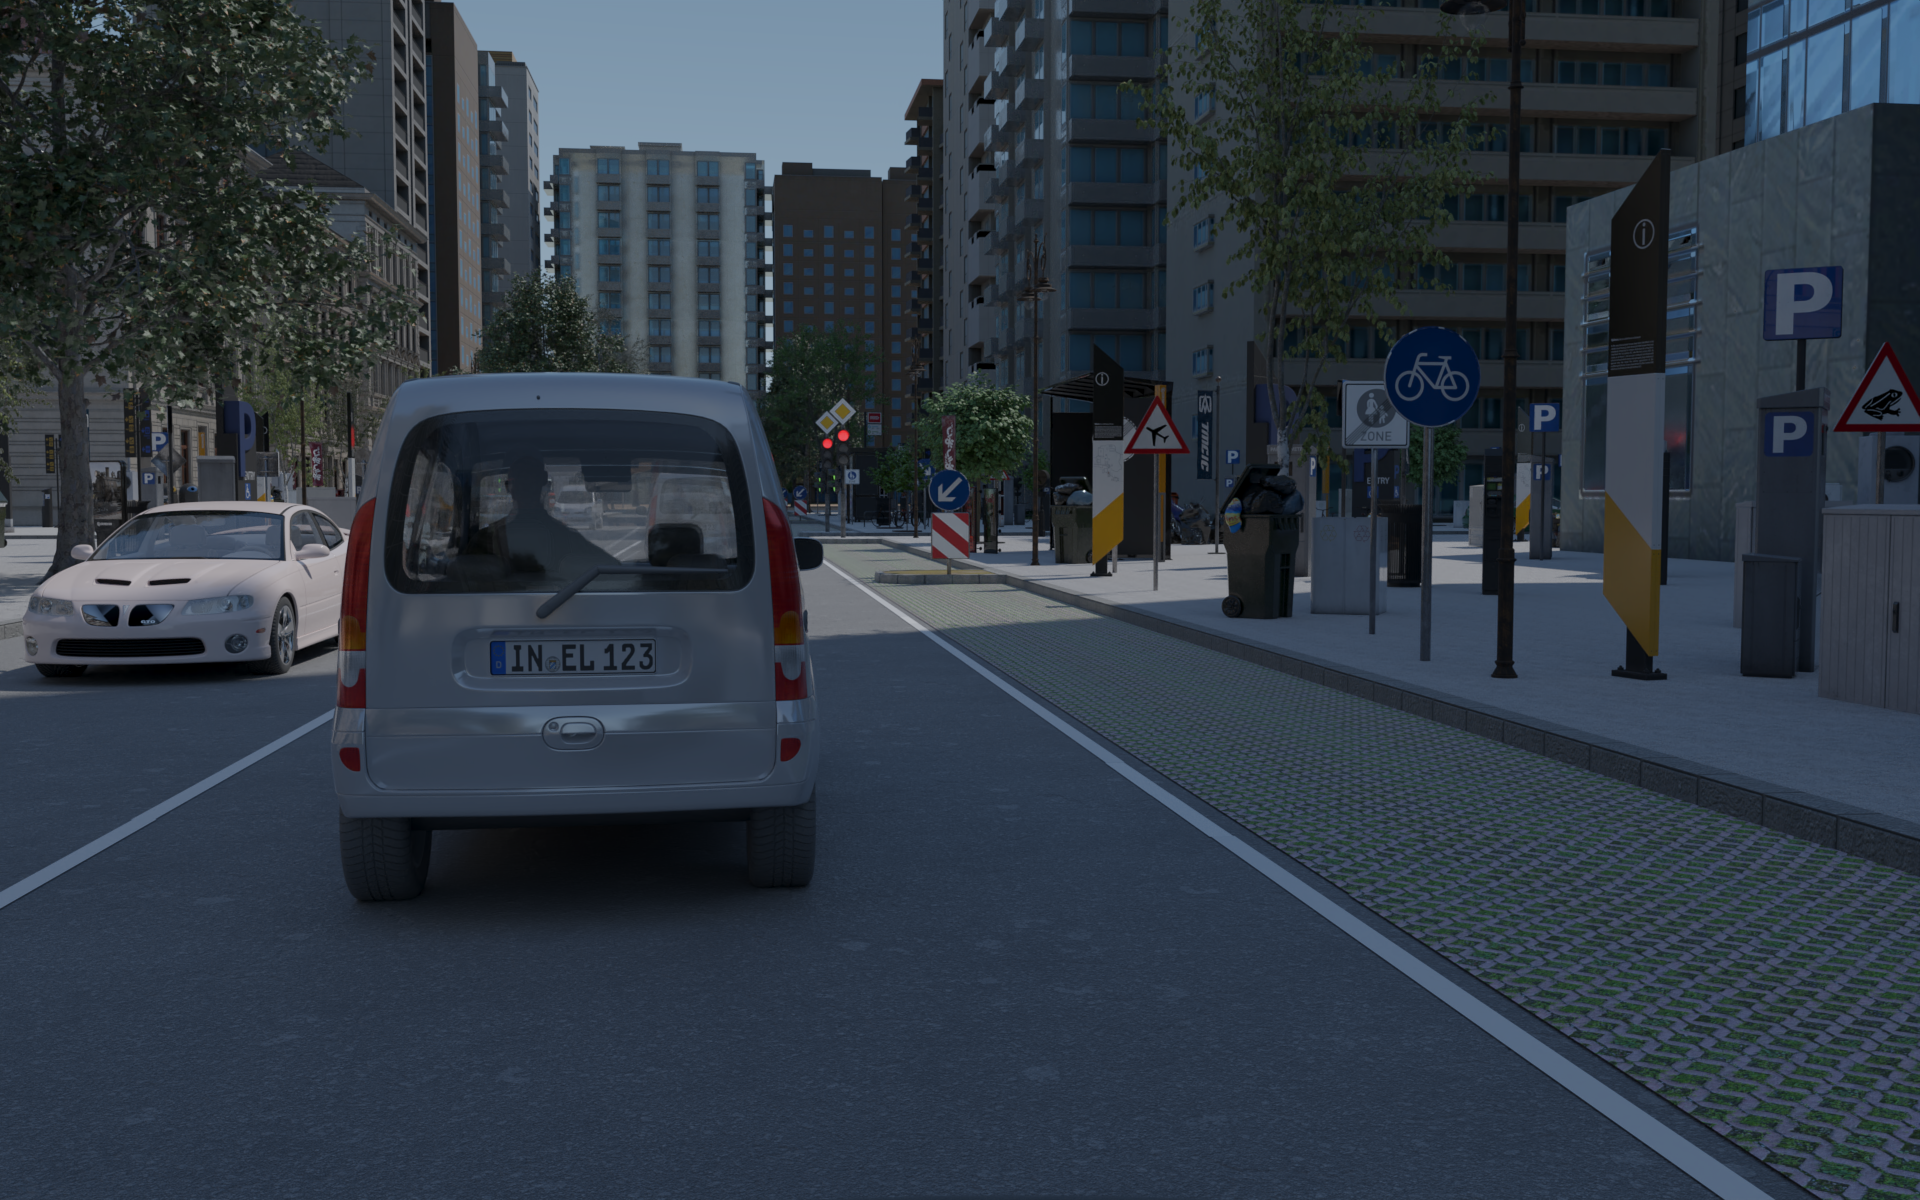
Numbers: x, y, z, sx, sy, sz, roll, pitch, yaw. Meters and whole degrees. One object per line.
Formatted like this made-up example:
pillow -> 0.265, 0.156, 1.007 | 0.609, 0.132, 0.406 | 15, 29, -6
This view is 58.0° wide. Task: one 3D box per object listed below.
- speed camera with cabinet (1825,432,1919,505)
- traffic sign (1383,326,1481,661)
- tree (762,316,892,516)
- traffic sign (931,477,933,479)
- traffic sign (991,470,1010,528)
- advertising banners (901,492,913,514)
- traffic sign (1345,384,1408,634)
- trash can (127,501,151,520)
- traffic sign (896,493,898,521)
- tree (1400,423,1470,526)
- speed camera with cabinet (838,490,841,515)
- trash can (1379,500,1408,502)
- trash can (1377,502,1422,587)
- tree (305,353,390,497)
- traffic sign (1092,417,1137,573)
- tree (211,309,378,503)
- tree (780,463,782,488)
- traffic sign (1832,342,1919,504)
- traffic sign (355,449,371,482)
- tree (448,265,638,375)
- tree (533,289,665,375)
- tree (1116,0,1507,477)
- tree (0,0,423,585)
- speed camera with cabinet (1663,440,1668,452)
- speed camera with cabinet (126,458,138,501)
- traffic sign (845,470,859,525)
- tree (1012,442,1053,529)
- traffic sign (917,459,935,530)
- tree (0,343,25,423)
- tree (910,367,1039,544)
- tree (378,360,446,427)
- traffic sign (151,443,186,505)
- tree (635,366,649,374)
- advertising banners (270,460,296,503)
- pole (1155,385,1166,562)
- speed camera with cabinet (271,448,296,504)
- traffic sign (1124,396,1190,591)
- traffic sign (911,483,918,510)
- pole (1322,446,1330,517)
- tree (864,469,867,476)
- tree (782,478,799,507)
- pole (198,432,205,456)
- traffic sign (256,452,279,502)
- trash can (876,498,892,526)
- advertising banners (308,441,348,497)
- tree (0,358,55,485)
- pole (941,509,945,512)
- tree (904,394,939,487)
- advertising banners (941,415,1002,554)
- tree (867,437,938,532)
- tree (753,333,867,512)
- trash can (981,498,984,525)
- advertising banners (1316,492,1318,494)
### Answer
speed camera with cabinet -> 13.232, -1.940, 26.050 | 2.038, 3.252, 0.660 | 0, 4, 8
traffic sign -> 3.581, -0.804, 13.251 | 0.768, 2.556, 0.104 | 0, 4, -7
tree -> -7.906, -10.809, 102.478 | 9.928, 11.665, 9.643 | 0, 3, 0
traffic sign -> -1.170, -5.023, 84.263 | 0.606, 2.300, 0.079 | 0, 4, -3
traffic sign -> 1.454, -4.022, 65.765 | 0.884, 2.594, 0.081 | 0, 4, -2
advertising banners -> -3.599, -7.097, 112.223 | 2.074, 3.025, 0.090 | 3, 4, 37
traffic sign -> 3.770, -0.835, 15.778 | 0.606, 2.300, 0.079 | 0, 4, -1
trash can -> -17.060, -1.470, 35.683 | 0.748, 1.137, 0.748 | 0, 3, 0
traffic sign -> -2.982, -5.014, 82.088 | 0.768, 2.556, 0.104 | 0, 4, 0
tree -> 18.862, -5.259, 69.699 | 4.285, 4.588, 4.351 | 0, 3, 0
speed camera with cabinet -> -7.380, -7.006, 108.879 | 0.660, 3.252, 2.038 | 0, 4, -4
trash can -> 10.891, -1.950, 43.541 | 0.748, 1.137, 0.748 | 0, 3, 0
trash can -> 6.150, -0.754, 23.985 | 0.748, 1.137, 0.748 | 0, 3, 0
tree -> -29.414, -8.108, 82.930 | 4.360, 8.622, 3.978 | 0, 3, 0
traffic sign -> 2.524, -1.717, 28.175 | 0.768, 2.556, 0.104 | 0, 4, -4
tree -> -24.395, -6.840, 62.196 | 4.737, 8.622, 4.395 | 0, 3, 0
tree -> -20.470, -15.992, 195.876 | 7.601, 10.594, 8.767 | -1, 4, -16
traffic sign -> 7.912, -0.911, 14.899 | 0.884, 2.594, 0.081 | 0, 4, -2
traffic sign -> -16.815, -2.982, 48.865 | 0.768, 2.556, 0.104 | 0, 4, -1
tree -> -20.912, -10.391, 86.904 | 9.611, 12.733, 9.660 | 0, 3, 0
tree -> -22.261, -11.800, 103.296 | 12.009, 13.543, 11.850 | 0, 3, 0
tree -> 4.019, -4.265, 20.092 | 4.737, 8.622, 4.395 | 0, 3, 0
tree -> -12.704, -6.581, 24.605 | 9.611, 12.733, 9.660 | 0, 3, 0
speed camera with cabinet -> 21.911, -3.622, 53.563 | 0.660, 3.252, 2.038 | 2, 4, 27
speed camera with cabinet -> -33.299, -4.495, 67.829 | 2.038, 3.252, 0.660 | 0, 4, 0
traffic sign -> -4.510, -4.302, 72.466 | 0.606, 2.300, 0.079 | 0, 4, -1
tree -> 3.005, -4.248, 64.050 | 1.663, 3.219, 1.824 | 0, 3, 0
traffic sign -> -1.270, -3.822, 62.594 | 0.768, 2.556, 0.104 | 0, 4, -1
tree -> -21.403, -5.299, 37.005 | 4.737, 8.622, 4.395 | 0, 3, 0
tree -> 0.393, -3.750, 45.026 | 4.285, 4.588, 4.351 | 0, 3, 0
tree -> -29.964, -8.850, 95.059 | 4.737, 8.622, 4.395 | 0, 3, 0
traffic sign -> -17.996, -2.337, 39.402 | 0.795, 2.450, 0.064 | 0, 4, -3
tree -> -32.390, -16.268, 172.634 | 9.857, 13.997, 8.962 | 0, 3, 0
advertising banners -> -33.073, -5.444, 85.199 | 2.074, 3.025, 0.090 | -1, 4, -22
pole -> 3.756, -2.366, 32.532 | 0.158, 3.312, 0.155 | 0, 3, 0
speed camera with cabinet -> -27.489, -4.709, 71.334 | 2.038, 3.252, 0.660 | 2, 4, 33
traffic sign -> 2.599, -1.403, 22.950 | 0.884, 2.594, 0.081 | 0, 4, -4
traffic sign -> -2.189, -4.659, 78.302 | 0.606, 2.300, 0.079 | 0, 4, -2
pole -> 15.274, -4.812, 72.511 | 0.158, 3.312, 0.155 | 0, 3, 0
tree -> -2.489, -4.252, 64.127 | 1.663, 3.219, 1.824 | 0, 3, 0
tree -> -17.352, -11.187, 177.502 | 1.663, 3.219, 1.824 | 0, 3, 0
pole -> -25.117, -3.889, 57.434 | 0.158, 3.312, 0.155 | 0, 3, 0
traffic sign -> -16.863, -2.446, 42.126 | 0.606, 2.300, 0.079 | 0, 4, 0
trash can -> -3.101, -3.599, 70.501 | 0.748, 1.137, 0.748 | 0, 3, 0
advertising banners -> -21.023, -3.809, 58.471 | 0.090, 3.025, 2.074 | 3, 4, 38
tree -> -25.484, -5.793, 45.073 | 4.360, 8.622, 3.978 | 0, 3, 0
pole -> -0.710, -4.839, 72.957 | 0.158, 3.312, 0.155 | 0, 3, 0
tree -> -2.340, -10.881, 128.269 | 4.737, 8.622, 4.395 | 0, 3, 0
advertising banners -> 0.222, -2.544, 37.776 | 0.090, 3.025, 2.074 | -3, 4, -37
tree -> -1.841, -3.906, 58.468 | 1.663, 3.219, 1.824 | 0, 3, 0
tree -> -10.746, -12.526, 121.813 | 9.611, 12.733, 9.660 | 0, 3, 0
trash can -> 1.198, -3.539, 69.514 | 0.748, 1.137, 0.748 | 0, 3, 0
advertising banners -> 13.861, -4.643, 72.105 | 2.074, 3.025, 0.090 | 2, 4, 26
